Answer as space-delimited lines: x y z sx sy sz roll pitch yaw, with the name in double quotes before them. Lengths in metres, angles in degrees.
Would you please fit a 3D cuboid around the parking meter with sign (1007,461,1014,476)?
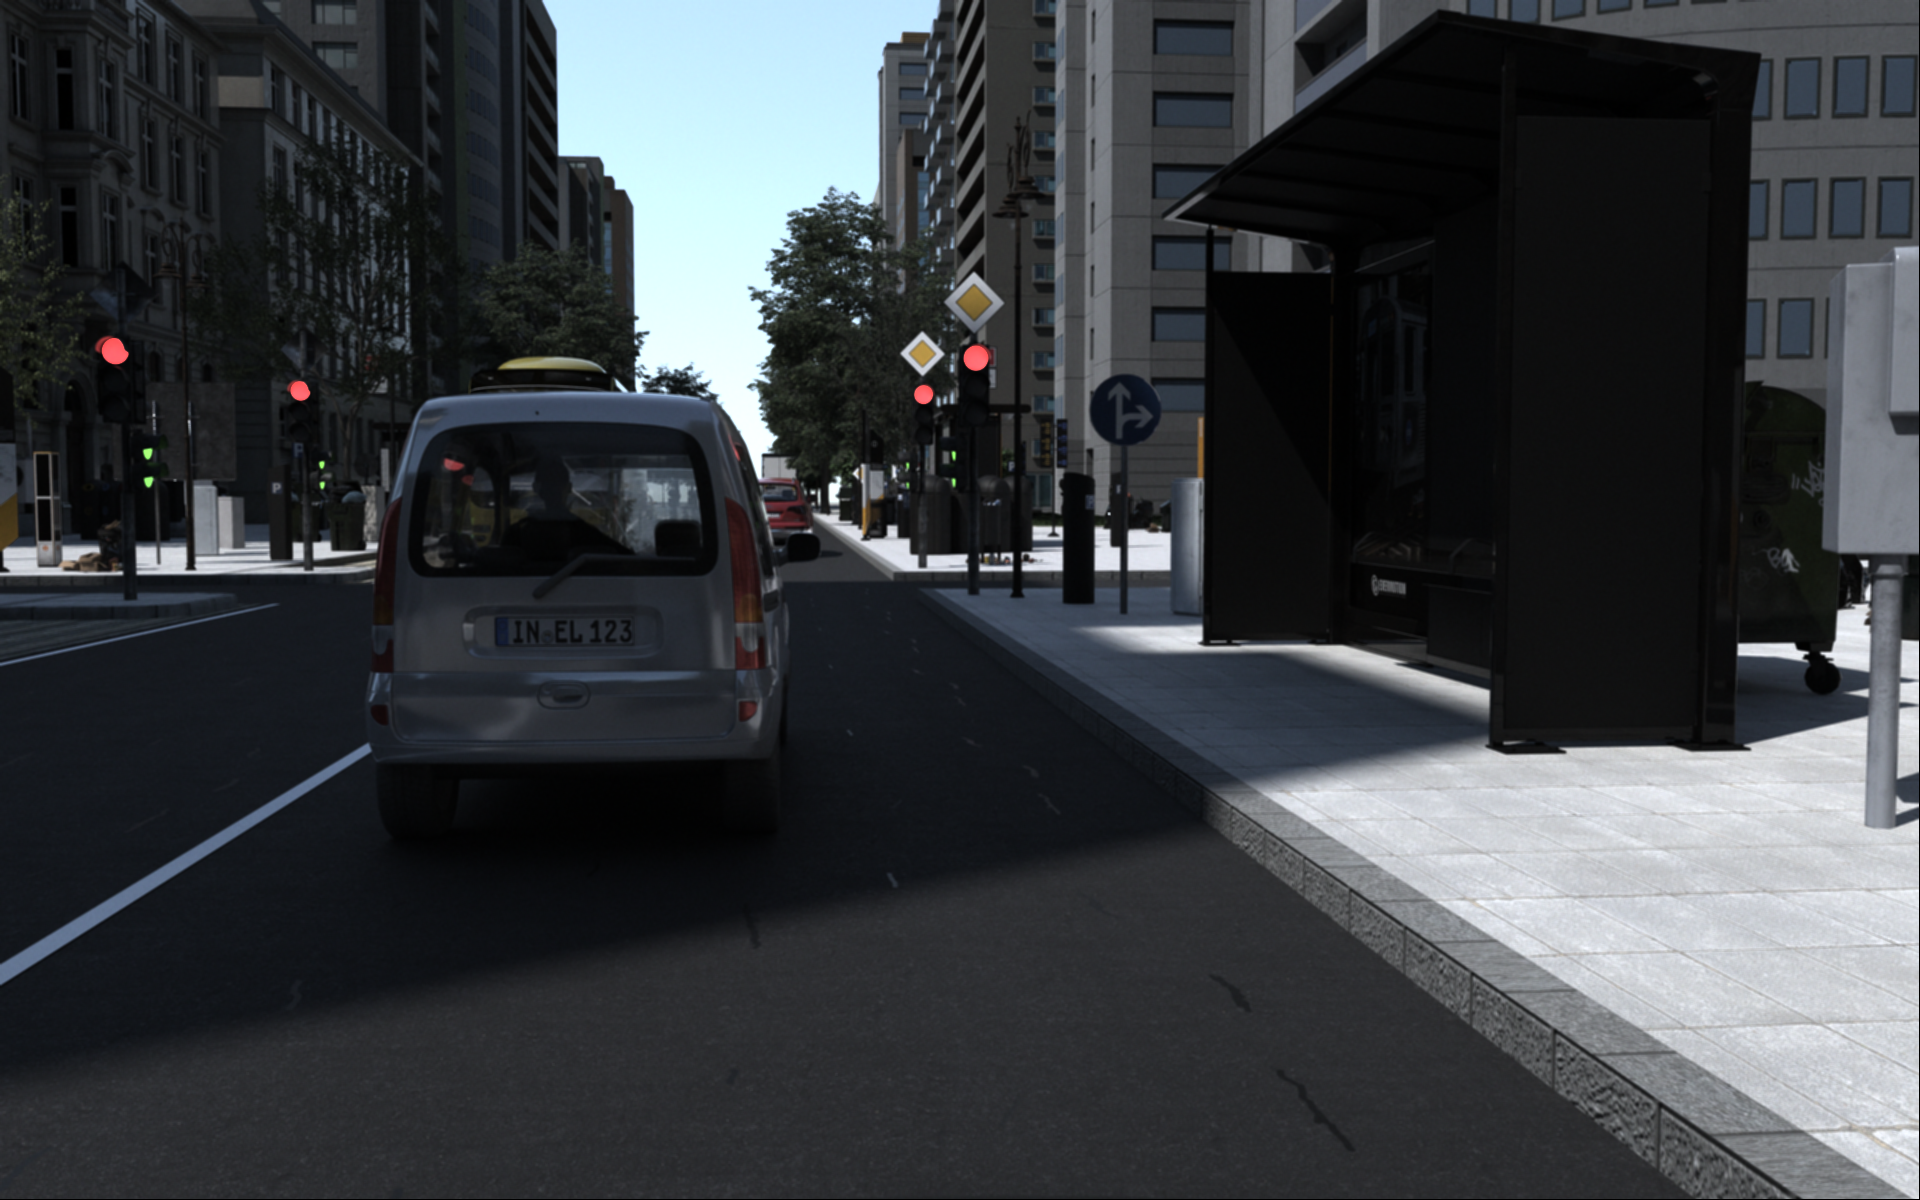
"parking meter with sign" 2.291 -5.914 92.961 0.543 3.016 1.738 -2 4 -34

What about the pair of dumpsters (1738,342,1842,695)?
"pair of dumpsters" 4.792 -0.643 13.006 1.574 2.255 4.437 0 4 -6

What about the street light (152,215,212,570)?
"street light" -12.973 -3.440 29.029 0.468 5.910 1.993 0 4 -6

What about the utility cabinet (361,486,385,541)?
"utility cabinet" -15.964 -2.325 46.698 1.173 1.500 0.318 3 4 36

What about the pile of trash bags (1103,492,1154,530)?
"pile of trash bags" 6.149 -3.293 63.592 1.912 1.369 3.447 0 4 8

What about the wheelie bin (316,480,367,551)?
"wheelie bin" -13.827 -1.907 39.086 0.980 1.594 0.693 1 4 11

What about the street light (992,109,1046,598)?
"street light" 0.712 -2.970 21.348 0.468 5.910 1.993 0 4 -6

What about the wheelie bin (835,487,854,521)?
"wheelie bin" -5.446 -4.560 82.469 0.980 1.594 0.693 0 4 2

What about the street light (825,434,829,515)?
"street light" -7.941 -8.036 104.174 0.468 5.910 1.993 0 4 -6

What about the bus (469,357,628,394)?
"bus" -7.826 -2.640 34.718 2.896 3.916 12.252 0 4 -8

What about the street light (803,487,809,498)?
"street light" -15.795 -12.702 180.465 0.468 5.910 1.993 0 4 -6

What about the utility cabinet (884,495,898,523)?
"utility cabinet" -2.908 -4.011 76.734 1.020 1.237 0.306 3 5 39

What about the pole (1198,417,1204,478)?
"pole" 6.426 -3.199 46.141 0.158 3.312 0.155 0 3 0

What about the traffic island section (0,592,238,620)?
"traffic island section" -10.091 0.076 21.033 2.009 0.180 2.903 0 4 -6

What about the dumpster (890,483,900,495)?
"dumpster" -3.412 -5.379 93.698 1.264 1.857 1.865 0 4 -6

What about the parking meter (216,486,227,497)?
"parking meter" -24.402 -2.987 57.241 0.372 1.533 0.369 0 3 0

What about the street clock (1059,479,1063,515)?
"street clock" 4.932 -4.758 82.359 0.358 2.002 0.471 3 4 38

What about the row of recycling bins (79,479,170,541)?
"row of recycling bins" -23.194 -2.507 48.109 3.534 1.692 1.069 2 4 33

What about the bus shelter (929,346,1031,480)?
"bus shelter" 0.188 -4.092 44.540 2.179 5.291 8.768 0 4 -6

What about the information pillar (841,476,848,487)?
"information pillar" -6.046 -6.070 90.591 0.504 3.616 0.183 -3 5 -41

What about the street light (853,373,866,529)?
"street light" -3.621 -5.496 62.645 0.468 5.910 1.993 0 4 -6

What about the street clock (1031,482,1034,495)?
"street clock" 4.279 -6.145 105.045 0.358 2.002 0.471 1 4 21

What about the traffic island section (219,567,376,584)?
"traffic island section" -10.914 -0.409 28.976 2.009 0.180 2.903 0 4 -6

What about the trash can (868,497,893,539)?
"trash can" -2.412 -2.356 50.179 0.748 1.137 0.748 0 3 0

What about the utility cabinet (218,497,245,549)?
"utility cabinet" -17.201 -1.815 40.836 0.306 1.237 1.020 -3 5 -44

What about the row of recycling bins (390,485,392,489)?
"row of recycling bins" -24.989 -4.134 74.699 1.069 1.692 3.534 2 4 29

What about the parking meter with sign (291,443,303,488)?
"parking meter with sign" -22.101 -3.714 56.991 0.543 3.016 1.738 0 4 7

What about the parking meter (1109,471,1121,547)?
"parking meter" 3.830 -2.217 41.954 0.399 1.863 0.255 -1 4 -10

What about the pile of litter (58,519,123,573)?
"pile of litter" -14.470 -0.920 28.999 1.176 0.858 1.719 -1 4 -14

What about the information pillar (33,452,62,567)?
"information pillar" -16.015 -1.586 30.423 0.304 2.012 0.304 0 4 -2

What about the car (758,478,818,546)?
"car" -4.504 -1.983 41.093 2.281 1.827 5.304 0 4 -5

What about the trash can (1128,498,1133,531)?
"trash can" 5.577 -2.933 59.608 0.748 1.137 0.748 0 3 0

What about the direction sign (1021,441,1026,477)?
"direction sign" 2.651 -5.033 74.293 0.379 3.537 0.876 -1 4 -19

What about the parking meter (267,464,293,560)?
"parking meter" -13.187 -1.704 33.579 0.399 1.863 0.255 0 4 6

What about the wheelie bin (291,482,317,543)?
"wheelie bin" -17.460 -2.333 46.056 0.693 1.594 0.980 3 4 38

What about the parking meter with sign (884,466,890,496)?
"parking meter with sign" -3.432 -5.102 79.682 0.543 3.016 1.738 0 4 3

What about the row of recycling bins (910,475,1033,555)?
"row of recycling bins" 0.328 -1.872 37.728 1.069 1.692 3.534 3 5 43

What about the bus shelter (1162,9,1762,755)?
"bus shelter" 2.859 -1.244 11.621 1.731 3.624 6.357 0 4 -6

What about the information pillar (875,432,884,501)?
"information pillar" -2.964 -4.290 61.492 0.504 3.616 0.183 -1 4 -19

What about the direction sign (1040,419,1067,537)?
"direction sign" 2.825 -3.683 52.209 0.876 3.537 0.379 -1 4 -20

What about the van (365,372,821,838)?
"van" -1.698 -0.099 8.638 2.013 2.044 4.112 0 4 -5

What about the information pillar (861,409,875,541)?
"information pillar" -2.592 -3.456 47.855 0.183 3.616 0.504 1 4 14

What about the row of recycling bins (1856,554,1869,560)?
"row of recycling bins" 18.799 -1.645 34.009 3.534 1.692 1.069 0 4 -8

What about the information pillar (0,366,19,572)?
"information pillar" -15.719 -2.260 28.314 0.504 3.616 0.183 -3 5 -42

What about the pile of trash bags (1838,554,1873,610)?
"pile of trash bags" 10.766 -0.643 20.260 1.912 1.369 3.447 3 5 42

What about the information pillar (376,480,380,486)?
"information pillar" -29.580 -5.133 88.423 0.304 2.012 0.304 2 4 23

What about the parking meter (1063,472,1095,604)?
"parking meter" 1.395 -0.729 20.328 0.372 1.533 0.369 0 3 0

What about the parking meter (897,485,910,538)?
"parking meter" -1.628 -2.561 50.277 0.372 1.533 0.369 0 3 0

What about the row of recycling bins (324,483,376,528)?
"row of recycling bins" -23.923 -3.606 66.073 3.534 1.692 1.069 0 4 -7

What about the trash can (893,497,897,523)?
"trash can" -3.065 -3.785 73.546 0.748 1.137 0.748 0 3 0
